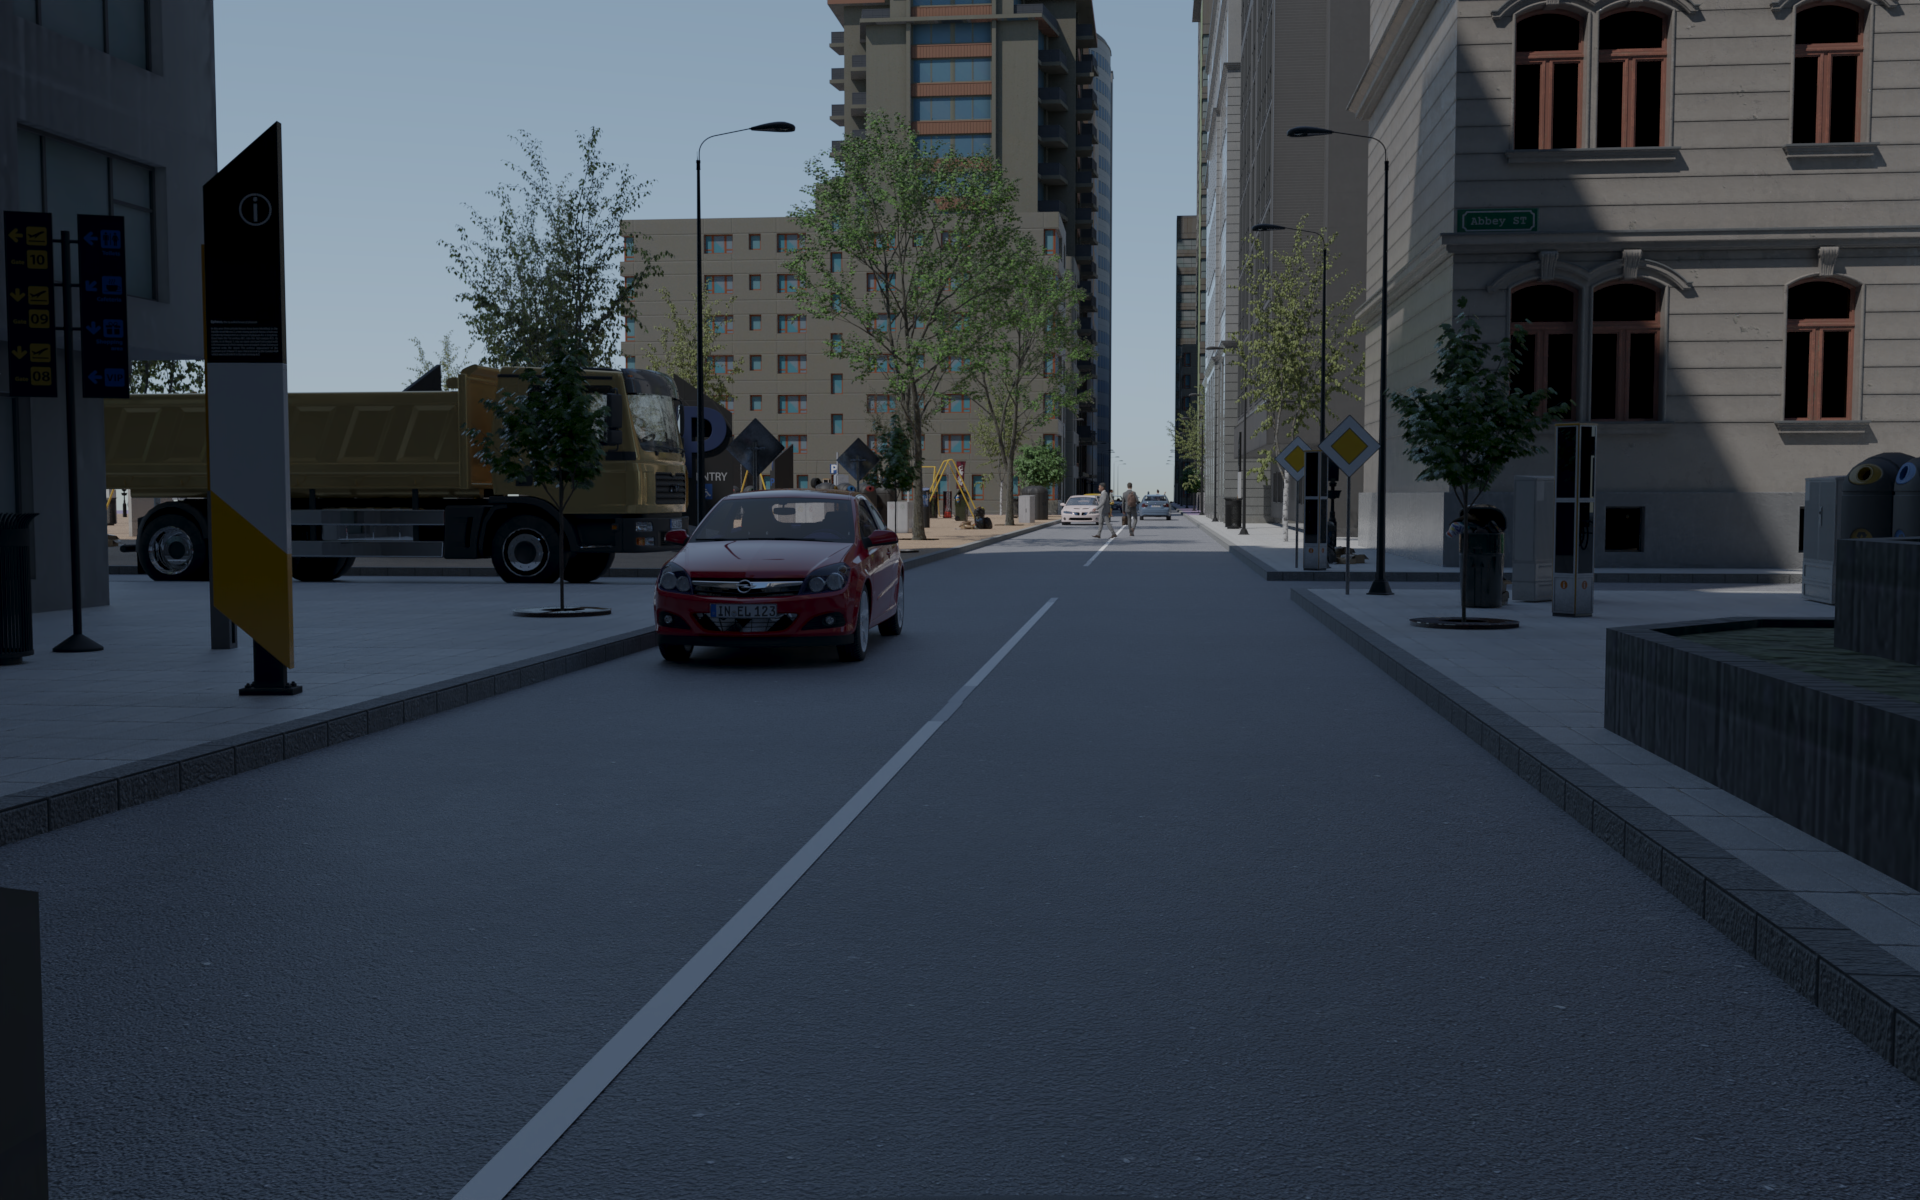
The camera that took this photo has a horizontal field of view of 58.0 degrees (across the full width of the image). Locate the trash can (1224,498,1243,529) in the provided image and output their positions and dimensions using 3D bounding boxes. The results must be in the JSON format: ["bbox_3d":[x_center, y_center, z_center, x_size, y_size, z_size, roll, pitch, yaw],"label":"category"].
[{"bbox_3d":[10.051,-3.182,63.672,0.748,1.137,0.748,0,3,0],"label":"trash can"}]

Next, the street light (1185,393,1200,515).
[{"bbox_3d":[11.271,-6.575,80.038,1.470,5.913,1.316,0,4,6],"label":"street light"}]

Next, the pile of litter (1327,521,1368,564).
[{"bbox_3d":[7.073,-1.126,32.369,1.176,0.858,1.719,2,4,32],"label":"pile of litter"}]

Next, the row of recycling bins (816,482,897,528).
[{"bbox_3d":[-3.785,-3.392,62.565,3.534,1.692,1.069,-3,5,-42],"label":"row of recycling bins"}]

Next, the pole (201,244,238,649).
[{"bbox_3d":[-6.109,-1.250,14.284,0.158,3.312,0.155,0,3,0],"label":"pole"}]

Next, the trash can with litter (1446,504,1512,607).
[{"bbox_3d":[5.971,-0.517,19.841,0.624,1.170,1.055,2,4,26],"label":"trash can with litter"}]

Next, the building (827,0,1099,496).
[{"bbox_3d":[0.661,-30.332,150.547,22.147,44.769,28.867,0,4,6],"label":"building"}]

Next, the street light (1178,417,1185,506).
[{"bbox_3d":[14.308,-8.168,106.085,1.470,5.913,1.316,0,4,6],"label":"street light"}]

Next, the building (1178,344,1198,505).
[{"bbox_3d":[40.935,-22.465,212.340,27.650,21.520,28.899,0,4,6],"label":"building"}]

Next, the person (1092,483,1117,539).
[{"bbox_3d":[4.655,-2.875,55.783,0.850,1.792,0.678,1,4,11],"label":"person"}]

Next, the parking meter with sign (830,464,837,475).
[{"bbox_3d":[-6.959,-6.426,101.326,0.543,3.016,1.738,1,4,23],"label":"parking meter with sign"}]

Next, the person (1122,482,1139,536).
[{"bbox_3d":[5.800,-3.091,58.999,0.622,1.834,0.822,1,4,20],"label":"person"}]

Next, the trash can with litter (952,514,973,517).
[{"bbox_3d":[0.010,-5.293,97.598,1.678,1.210,2.233,2,4,32],"label":"trash can with litter"}]

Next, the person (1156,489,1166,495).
[{"bbox_3d":[12.421,-5.991,107.251,0.742,1.727,0.445,1,4,17],"label":"person"}]

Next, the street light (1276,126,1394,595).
[{"bbox_3d":[4.828,-3.025,21.996,1.470,5.913,1.316,0,4,6],"label":"street light"}]

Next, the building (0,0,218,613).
[{"bbox_3d":[-16.100,-20.345,16.239,14.086,41.232,14.154,0,4,6],"label":"building"}]

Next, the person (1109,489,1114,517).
[{"bbox_3d":[9.580,-6.071,108.556,0.721,1.735,1.217,0,4,6],"label":"person"}]

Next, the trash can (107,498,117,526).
[{"bbox_3d":[-34.661,-3.595,70.435,0.748,1.137,0.748,0,3,0],"label":"trash can"}]

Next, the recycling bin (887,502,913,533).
[{"bbox_3d":[-1.947,-2.711,56.874,0.722,1.027,0.722,1,4,14],"label":"recycling bin"}]

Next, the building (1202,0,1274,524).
[{"bbox_3d":[18.491,-19.036,88.738,11.434,29.767,29.804,0,4,6],"label":"building"}]

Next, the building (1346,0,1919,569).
[{"bbox_3d":[20.204,-15.107,34.394,23.554,28.519,14.401,0,4,6],"label":"building"}]

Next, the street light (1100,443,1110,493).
[{"bbox_3d":[12.506,-11.237,156.273,1.470,5.913,1.316,0,4,6],"label":"street light"}]

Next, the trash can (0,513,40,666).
[{"bbox_3d":[-7.336,-0.085,13.046,0.748,1.137,0.748,0,3,0],"label":"trash can"}]

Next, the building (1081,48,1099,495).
[{"bbox_3d":[6.014,-31.906,171.777,14.600,45.320,14.200,0,4,6],"label":"building"}]

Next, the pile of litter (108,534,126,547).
[{"bbox_3d":[-21.082,-1.737,42.361,1.176,0.858,1.719,1,4,20],"label":"pile of litter"}]

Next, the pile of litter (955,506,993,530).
[{"bbox_3d":[0.493,-3.016,63.284,1.719,0.858,1.176,-2,4,-33],"label":"pile of litter"}]

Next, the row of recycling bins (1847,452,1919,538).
[{"bbox_3d":[9.118,-0.533,15.832,1.069,1.692,3.534,0,4,6],"label":"row of recycling bins"}]

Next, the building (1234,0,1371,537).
[{"bbox_3d":[17.588,-16.414,61.871,14.314,27.812,24.014,0,4,6],"label":"building"}]

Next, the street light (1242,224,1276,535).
[{"bbox_3d":[5.709,-3.506,29.866,1.470,5.913,1.316,0,4,6],"label":"street light"}]

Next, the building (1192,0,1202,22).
[{"bbox_3d":[36.558,-35.163,164.152,28.713,52.752,27.495,0,4,6],"label":"building"}]

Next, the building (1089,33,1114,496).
[{"bbox_3d":[8.227,-41.324,217.639,21.231,58.520,28.212,0,4,6],"label":"building"}]

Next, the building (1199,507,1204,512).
[{"bbox_3d":[28.190,-42.078,126.222,20.563,71.187,20.611,0,4,6],"label":"building"}]

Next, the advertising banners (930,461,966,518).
[{"bbox_3d":[-0.695,-5.852,91.875,2.074,3.025,0.090,1,4,12],"label":"advertising banners"}]

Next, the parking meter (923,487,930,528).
[{"bbox_3d":[-1.328,-3.504,65.709,0.372,1.533,0.369,0,3,0],"label":"parking meter"}]

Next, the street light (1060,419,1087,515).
[{"bbox_3d":[6.908,-8.207,106.725,1.470,5.913,1.316,0,4,6],"label":"street light"}]

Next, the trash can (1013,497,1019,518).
[{"bbox_3d":[2.856,-4.917,92.049,0.748,1.137,0.748,0,3,0],"label":"trash can"}]

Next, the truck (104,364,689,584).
[{"bbox_3d":[-8.426,-1.922,27.352,9.791,3.379,3.469,0,4,8],"label":"truck"}]

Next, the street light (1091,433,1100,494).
[{"bbox_3d":[9.703,-9.734,131.684,1.470,5.913,1.316,0,4,6],"label":"street light"}]

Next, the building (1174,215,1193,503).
[{"bbox_3d":[38.739,-34.943,254.916,14.154,41.232,14.086,0,4,6],"label":"building"}]

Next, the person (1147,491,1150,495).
[{"bbox_3d":[20.795,-11.071,190.237,0.721,1.736,1.217,2,4,23],"label":"person"}]

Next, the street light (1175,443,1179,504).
[{"bbox_3d":[17.180,-9.688,130.944,1.470,5.913,1.316,0,4,6],"label":"street light"}]

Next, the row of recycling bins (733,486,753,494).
[{"bbox_3d":[-11.785,-4.844,86.311,3.534,1.692,1.069,0,4,0],"label":"row of recycling bins"}]

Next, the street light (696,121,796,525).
[{"bbox_3d":[-2.746,-3.013,21.811,1.470,5.913,1.316,0,4,6],"label":"street light"}]

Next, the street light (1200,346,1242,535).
[{"bbox_3d":[8.410,-5.011,54.467,1.470,5.913,1.316,0,4,6],"label":"street light"}]

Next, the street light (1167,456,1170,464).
[{"bbox_3d":[22.600,-12.732,180.710,1.470,5.913,1.316,0,4,6],"label":"street light"}]

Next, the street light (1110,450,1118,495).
[{"bbox_3d":[16.214,-13.263,189.392,1.470,5.913,1.316,0,4,6],"label":"street light"}]

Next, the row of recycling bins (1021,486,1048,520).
[{"bbox_3d":[3.709,-4.891,87.088,1.069,1.692,3.534,0,4,-7],"label":"row of recycling bins"}]

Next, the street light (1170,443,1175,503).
[{"bbox_3d":[19.933,-11.227,156.106,1.470,5.913,1.316,0,4,6],"label":"street light"}]

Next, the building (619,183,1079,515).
[{"bbox_3d":[-6.080,-16.952,122.208,27.650,21.520,28.899,0,4,6],"label":"building"}]

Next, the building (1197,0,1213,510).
[{"bbox_3d":[26.991,-28.202,144.695,14.154,41.232,14.086,0,4,6],"label":"building"}]
